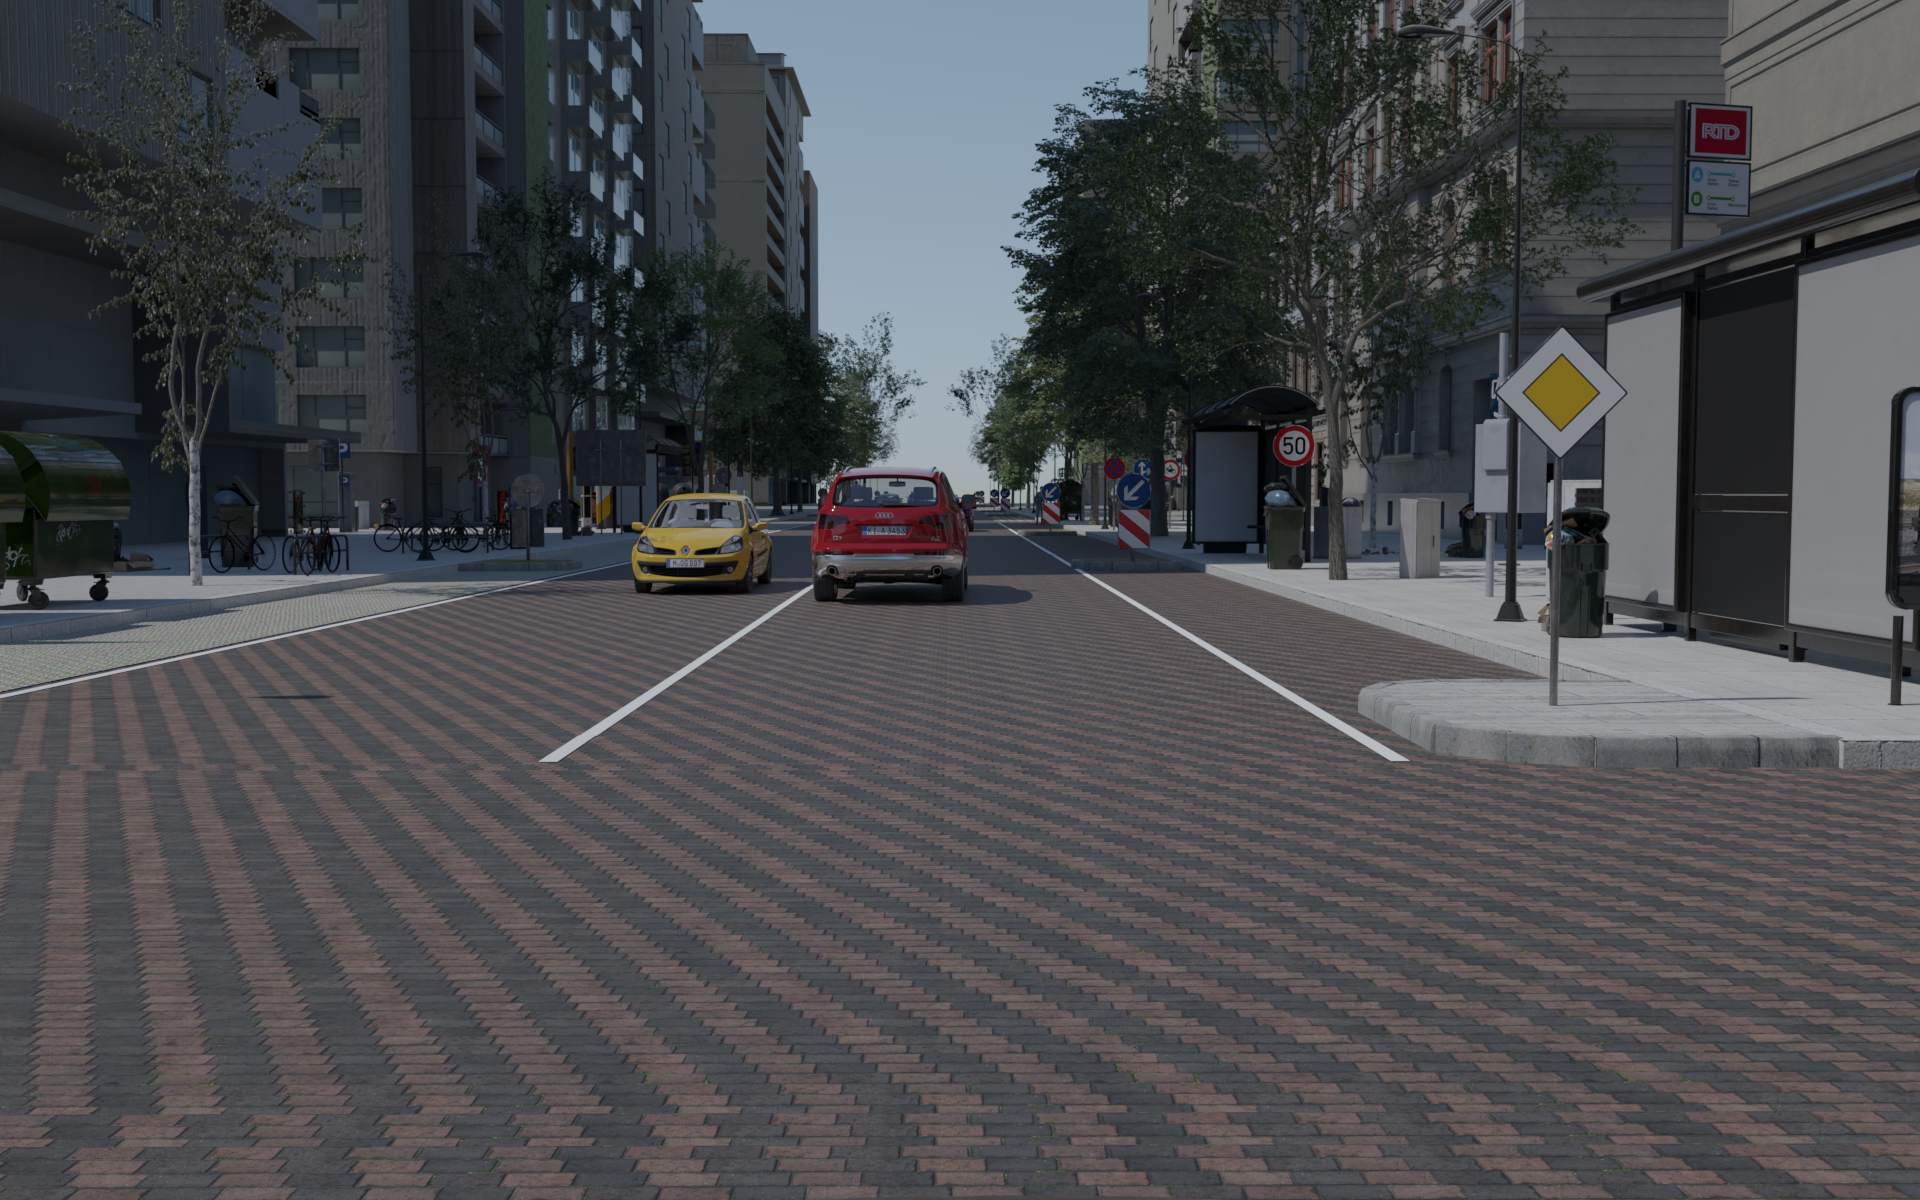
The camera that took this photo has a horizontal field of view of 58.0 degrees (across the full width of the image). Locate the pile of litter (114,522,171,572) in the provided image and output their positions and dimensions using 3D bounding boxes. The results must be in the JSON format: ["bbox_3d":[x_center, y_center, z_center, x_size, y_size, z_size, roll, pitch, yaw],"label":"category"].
[{"bbox_3d":[-13.989,-0.909,28.829,1.719,0.858,1.176,-3,5,-43],"label":"pile of litter"}]

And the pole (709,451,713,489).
[{"bbox_3d":[-11.833,-5.413,82.339,0.158,3.312,0.155,0,3,0],"label":"pole"}]

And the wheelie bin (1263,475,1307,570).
[{"bbox_3d":[5.525,-1.324,29.563,0.693,1.594,0.980,0,4,3],"label":"wheelie bin"}]

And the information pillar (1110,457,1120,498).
[{"bbox_3d":[6.797,-5.179,76.037,0.504,3.616,0.183,1,4,11],"label":"information pillar"}]

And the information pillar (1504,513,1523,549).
[{"bbox_3d":[12.961,-2.202,40.500,0.304,2.012,0.304,-1,4,-17],"label":"information pillar"}]

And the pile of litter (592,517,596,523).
[{"bbox_3d":[-15.713,-3.783,75.825,1.719,0.858,1.176,1,4,22],"label":"pile of litter"}]

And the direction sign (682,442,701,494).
[{"bbox_3d":[-11.644,-5.103,75.438,0.876,3.537,0.379,-1,4,-9],"label":"direction sign"}]

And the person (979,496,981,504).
[{"bbox_3d":[2.603,-13.490,232.277,0.599,1.433,0.991,1,4,20],"label":"person"}]

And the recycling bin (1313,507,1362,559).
[{"bbox_3d":[7.521,-1.342,34.494,0.722,1.027,0.722,-1,4,-18],"label":"recycling bin"}]

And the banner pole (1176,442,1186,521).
[{"bbox_3d":[10.580,-5.685,82.960,0.401,3.779,0.863,-2,4,-28],"label":"banner pole"}]

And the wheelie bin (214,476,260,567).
[{"bbox_3d":[-12.741,-1.383,30.525,0.693,1.594,0.980,-1,4,-16],"label":"wheelie bin"}]

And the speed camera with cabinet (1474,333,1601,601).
[{"bbox_3d":[7.229,-1.625,20.904,0.660,3.252,2.038,-2,4,-35],"label":"speed camera with cabinet"}]

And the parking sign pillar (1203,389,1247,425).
[{"bbox_3d":[6.878,-3.476,45.298,1.447,3.967,1.447,-3,5,-40],"label":"parking sign pillar"}]

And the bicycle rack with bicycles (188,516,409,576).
[{"bbox_3d":[-11.125,-0.923,28.470,2.852,0.926,2.925,1,4,8],"label":"bicycle rack with bicycles"}]

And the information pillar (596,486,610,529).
[{"bbox_3d":[-12.991,-4.379,62.952,0.504,3.616,0.183,-2,4,-26],"label":"information pillar"}]

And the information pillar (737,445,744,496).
[{"bbox_3d":[-10.552,-5.618,83.217,0.183,3.616,0.504,-3,4,-37],"label":"information pillar"}]

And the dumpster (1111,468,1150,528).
[{"bbox_3d":[6.501,-3.816,64.884,1.502,2.255,1.985,0,4,0],"label":"dumpster"}]

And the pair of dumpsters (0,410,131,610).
[{"bbox_3d":[-10.686,-0.987,18.628,1.574,2.255,4.437,0,4,0],"label":"pair of dumpsters"}]

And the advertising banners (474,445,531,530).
[{"bbox_3d":[-16.377,-4.036,62.176,2.074,3.025,0.090,0,4,-5],"label":"advertising banners"}]

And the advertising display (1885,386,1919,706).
[{"bbox_3d":[6.096,-0.315,10.368,0.974,1.923,0.123,1,4,14],"label":"advertising display"}]

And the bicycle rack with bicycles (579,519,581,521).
[{"bbox_3d":[-18.902,-4.079,80.073,2.925,0.926,2.852,0,4,-5],"label":"bicycle rack with bicycles"}]

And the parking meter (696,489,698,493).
[{"bbox_3d":[-12.259,-4.477,81.618,0.372,1.533,0.369,0,3,0],"label":"parking meter"}]

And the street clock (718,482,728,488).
[{"bbox_3d":[-11.430,-4.834,83.613,0.471,2.002,0.358,0,4,-6],"label":"street clock"}]

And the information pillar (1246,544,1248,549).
[{"bbox_3d":[6.563,-2.203,40.519,0.304,2.012,0.304,1,4,20],"label":"information pillar"}]

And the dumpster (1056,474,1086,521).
[{"bbox_3d":[5.291,-4.979,83.900,1.502,2.255,1.985,0,4,0],"label":"dumpster"}]

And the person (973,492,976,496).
[{"bbox_3d":[1.951,-13.495,229.958,1.217,1.723,0.721,1,4,17],"label":"person"}]

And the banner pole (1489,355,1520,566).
[{"bbox_3d":[9.803,-2.524,31.289,0.401,3.779,0.863,-1,4,-20],"label":"banner pole"}]

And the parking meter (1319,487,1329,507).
[{"bbox_3d":[12.408,-3.088,58.899,0.372,1.533,0.369,0,3,0],"label":"parking meter"}]

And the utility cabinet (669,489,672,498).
[{"bbox_3d":[-12.875,-4.356,79.898,1.173,1.500,0.318,2,4,30],"label":"utility cabinet"}]

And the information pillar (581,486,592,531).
[{"bbox_3d":[-13.011,-3.413,60.290,0.304,2.012,0.304,-2,4,-28],"label":"information pillar"}]

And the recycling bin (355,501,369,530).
[{"bbox_3d":[-21.896,-3.069,62.728,0.722,1.027,0.722,1,4,10],"label":"recycling bin"}]

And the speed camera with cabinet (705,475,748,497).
[{"bbox_3d":[-11.387,-5.511,84.442,2.038,3.252,0.660,0,4,4],"label":"speed camera with cabinet"}]

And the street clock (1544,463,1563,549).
[{"bbox_3d":[13.729,-2.182,40.241,0.358,2.002,0.471,-3,4,-36],"label":"street clock"}]

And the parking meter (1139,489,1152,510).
[{"bbox_3d":[5.394,-2.573,50.484,0.372,1.533,0.369,0,3,0],"label":"parking meter"}]

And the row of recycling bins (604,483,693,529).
[{"bbox_3d":[-11.704,-3.512,64.528,3.534,1.692,1.069,0,4,0],"label":"row of recycling bins"}]

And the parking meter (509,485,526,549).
[{"bbox_3d":[-10.302,-1.952,40.327,0.372,1.533,0.369,0,3,0],"label":"parking meter"}]

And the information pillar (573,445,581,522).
[{"bbox_3d":[-17.424,-5.319,78.317,0.504,3.616,0.183,-1,4,-13],"label":"information pillar"}]

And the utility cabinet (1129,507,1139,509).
[{"bbox_3d":[6.152,-2.862,57.962,1.020,1.237,0.306,-2,4,-28],"label":"utility cabinet"}]

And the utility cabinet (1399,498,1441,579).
[{"bbox_3d":[7.081,-0.945,26.616,0.306,1.237,1.020,2,4,35],"label":"utility cabinet"}]

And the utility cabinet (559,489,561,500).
[{"bbox_3d":[-19.292,-4.559,83.215,1.173,1.500,0.318,0,4,3],"label":"utility cabinet"}]

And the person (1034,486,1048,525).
[{"bbox_3d":[3.775,-4.421,80.885,0.635,1.810,0.391,-1,4,-13],"label":"person"}]

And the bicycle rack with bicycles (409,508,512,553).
[{"bbox_3d":[-11.458,-1.524,38.303,2.925,0.926,2.852,-1,4,-10],"label":"bicycle rack with bicycles"}]

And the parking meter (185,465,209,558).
[{"bbox_3d":[-15.211,-1.762,34.513,0.399,1.863,0.255,-1,4,-23],"label":"parking meter"}]

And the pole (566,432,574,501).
[{"bbox_3d":[-12.882,-3.876,57.223,0.158,3.312,0.155,0,3,0],"label":"pole"}]

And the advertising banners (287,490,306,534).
[{"bbox_3d":[-21.440,-3.585,54.806,0.090,3.025,2.074,1,4,17],"label":"advertising banners"}]
